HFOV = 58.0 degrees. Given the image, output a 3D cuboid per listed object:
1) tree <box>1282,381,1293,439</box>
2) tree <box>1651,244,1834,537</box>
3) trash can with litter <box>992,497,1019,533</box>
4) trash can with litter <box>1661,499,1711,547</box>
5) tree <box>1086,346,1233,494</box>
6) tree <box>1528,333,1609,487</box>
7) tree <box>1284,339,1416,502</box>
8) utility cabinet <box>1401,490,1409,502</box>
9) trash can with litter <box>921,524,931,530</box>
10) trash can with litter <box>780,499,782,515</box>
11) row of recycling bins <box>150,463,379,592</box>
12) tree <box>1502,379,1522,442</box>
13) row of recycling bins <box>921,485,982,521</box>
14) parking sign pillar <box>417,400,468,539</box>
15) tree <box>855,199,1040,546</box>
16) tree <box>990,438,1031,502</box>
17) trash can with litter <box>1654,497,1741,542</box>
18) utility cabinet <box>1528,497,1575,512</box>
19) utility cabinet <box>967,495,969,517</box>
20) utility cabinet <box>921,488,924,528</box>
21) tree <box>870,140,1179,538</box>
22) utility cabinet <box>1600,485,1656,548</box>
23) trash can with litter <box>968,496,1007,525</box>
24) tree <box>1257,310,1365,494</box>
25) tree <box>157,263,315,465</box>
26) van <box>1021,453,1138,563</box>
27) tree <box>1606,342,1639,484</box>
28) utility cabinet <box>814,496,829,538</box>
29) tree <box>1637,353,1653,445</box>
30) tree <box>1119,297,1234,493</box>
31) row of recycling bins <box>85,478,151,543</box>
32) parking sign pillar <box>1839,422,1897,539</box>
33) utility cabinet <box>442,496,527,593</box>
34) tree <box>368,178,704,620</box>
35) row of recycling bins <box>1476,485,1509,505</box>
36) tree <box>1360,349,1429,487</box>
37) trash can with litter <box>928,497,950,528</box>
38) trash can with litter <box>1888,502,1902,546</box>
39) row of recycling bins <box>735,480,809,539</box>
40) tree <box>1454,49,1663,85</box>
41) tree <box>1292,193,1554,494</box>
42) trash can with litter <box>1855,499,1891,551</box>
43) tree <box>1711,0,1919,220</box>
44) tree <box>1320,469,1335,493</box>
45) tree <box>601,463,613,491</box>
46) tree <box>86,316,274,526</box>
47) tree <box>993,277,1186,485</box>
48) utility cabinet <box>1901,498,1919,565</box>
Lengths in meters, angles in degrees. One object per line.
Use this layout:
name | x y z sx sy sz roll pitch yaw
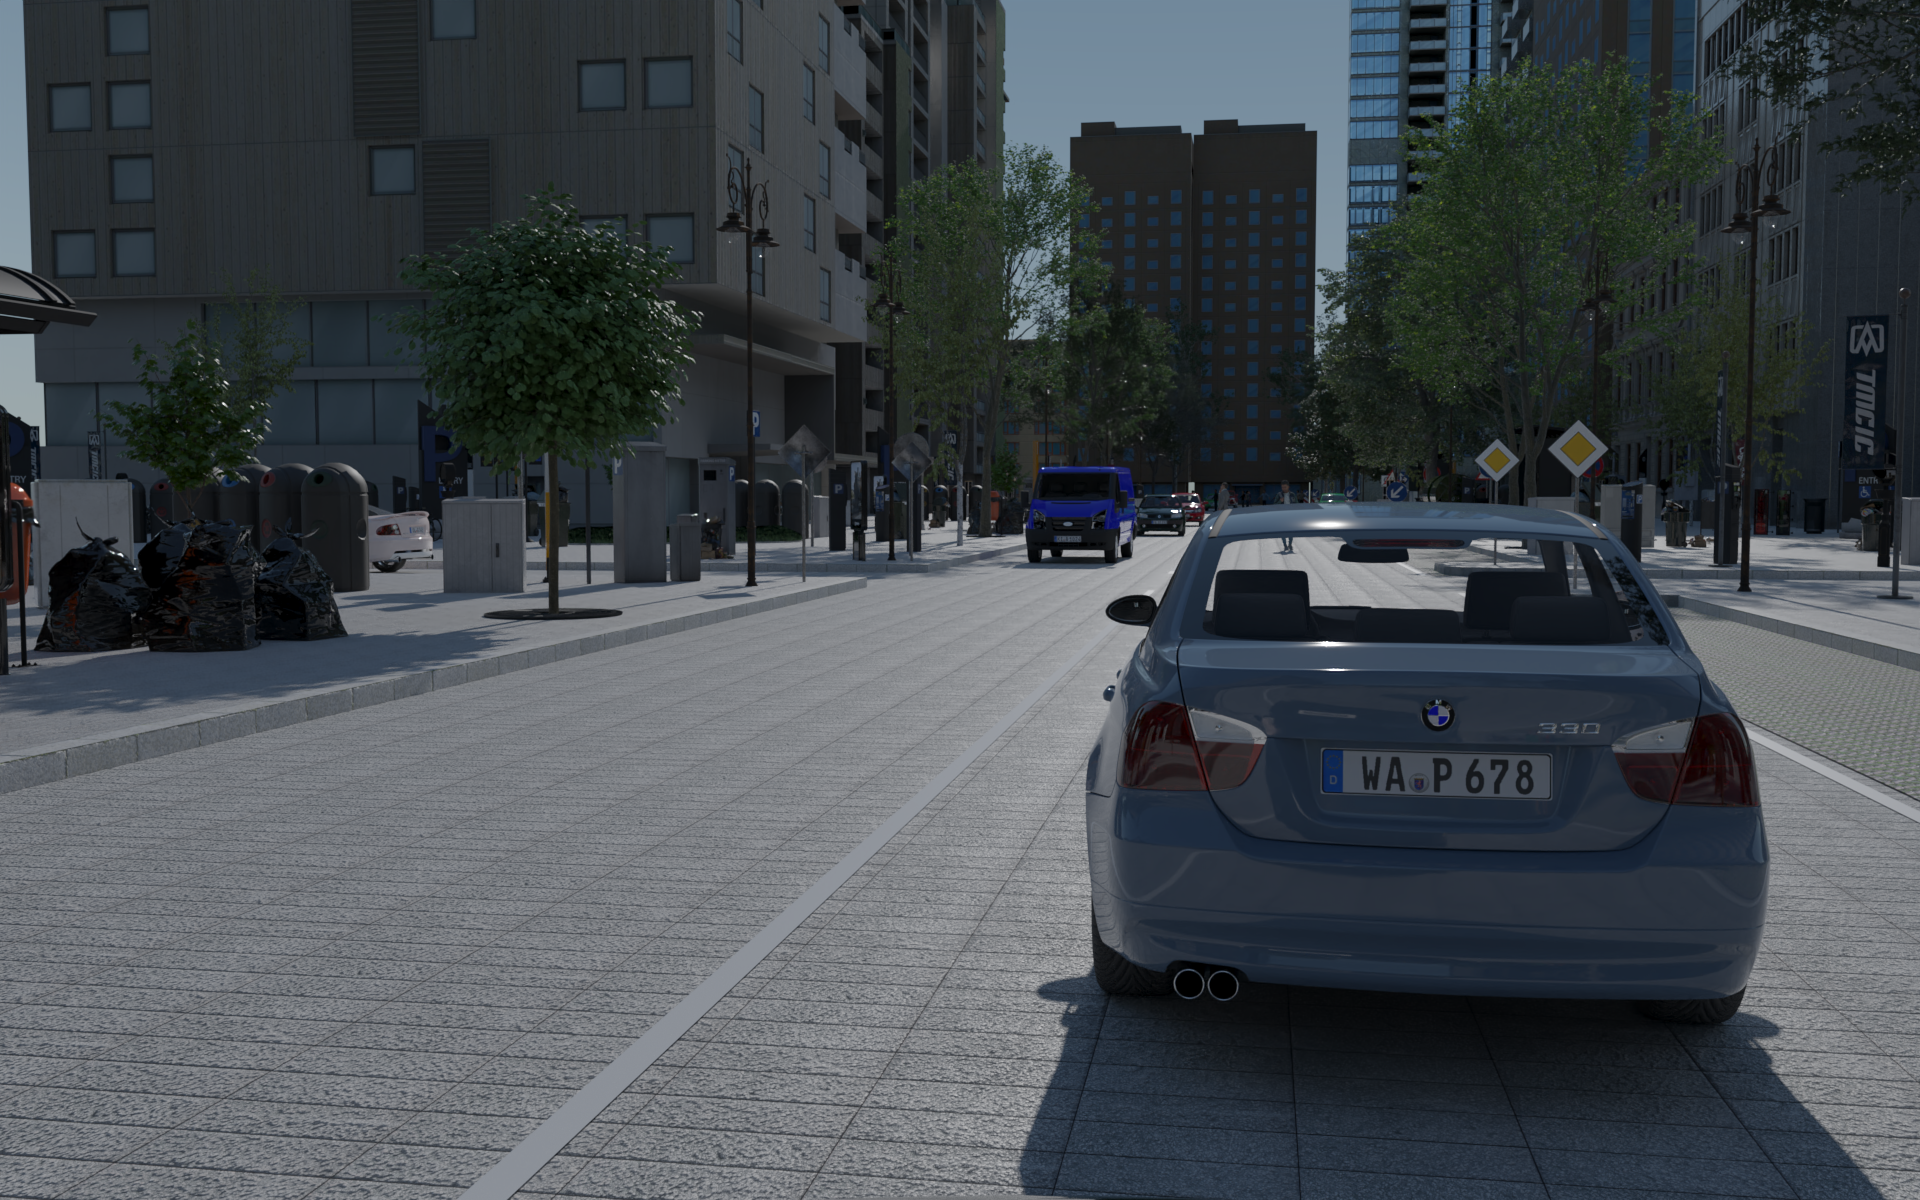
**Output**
tree | 31.732 -14.505 143.818 9.857 13.997 8.962 0 3 0
tree | 23.015 -6.141 50.769 4.737 8.622 4.395 0 3 0
trash can with litter | 1.500 -2.833 57.711 1.055 1.170 0.624 -2 4 -26
trash can with litter | 17.560 -1.866 41.890 1.055 1.170 0.624 0 4 5
tree | 15.449 -13.912 137.823 12.009 13.543 11.850 0 3 0
tree | 28.326 -7.842 78.582 4.737 8.622 4.395 0 3 0
tree | 28.576 -12.718 124.945 9.611 12.733 9.660 0 3 0
utility cabinet | 22.951 -4.950 89.618 0.318 1.500 1.173 2 4 30
trash can with litter | -1.495 -3.125 62.156 1.678 1.210 2.233 0 4 2
trash can with litter | -6.229 -2.746 56.283 0.624 1.170 1.055 3 5 41
row of recycling bins | -9.425 -1.012 23.666 3.534 1.692 1.069 2 4 31
tree | 32.352 -8.998 97.485 4.737 8.622 4.395 0 3 0
row of recycling bins | -0.550 -4.651 83.160 3.534 1.692 1.069 0 4 7
parking sign pillar | -14.818 -3.742 49.660 1.447 3.967 1.447 -2 4 -29
tree | -0.240 -5.651 42.756 4.737 8.622 4.395 0 3 0
tree | 1.676 -3.977 59.628 1.663 3.219 1.824 0 3 0
trash can with litter | 19.980 -2.196 46.956 2.233 1.210 1.678 3 4 39
utility cabinet | 12.519 -1.563 36.715 1.020 1.237 0.306 -1 4 -23
utility cabinet | 0.042 -5.125 94.955 0.306 1.237 1.020 3 4 39
utility cabinet | -1.803 -3.392 64.135 0.318 1.500 1.173 -3 4 -37
tree | 0.917 -7.661 51.009 9.928 11.665 9.643 0 3 0
utility cabinet | 15.690 -1.958 40.693 1.173 1.500 0.318 0 4 0
trash can with litter | 1.410 -3.662 70.934 2.233 1.210 1.678 2 4 30
tree | 37.029 -19.725 178.386 12.611 20.169 13.585 0 3 0
tree | -22.571 -6.372 54.537 4.737 8.622 4.395 0 3 0
van | 2.684 -2.040 37.744 2.240 2.365 5.245 1 4 11
tree | 28.881 -7.239 68.724 4.737 8.622 4.395 0 3 0
utility cabinet | -4.132 -2.465 51.459 0.306 1.237 1.020 1 4 15
tree | 26.417 -6.731 60.421 4.737 8.622 4.395 0 3 0
tree | 20.411 -19.187 169.593 12.611 20.169 13.585 0 3 0
row of recycling bins | -21.391 -2.351 45.549 3.534 1.692 1.069 -1 4 -17
parking sign pillar | 26.020 -3.736 49.562 1.447 3.967 1.447 -2 4 -34
utility cabinet | -6.204 -0.699 22.598 1.020 1.237 0.306 0 4 -4
tree | -4.374 -2.106 18.152 4.285 4.588 4.351 0 3 0
row of recycling bins | 22.519 -4.213 76.000 3.534 1.692 1.069 1 4 17
tree | 21.996 -8.349 86.872 4.737 8.622 4.395 0 3 0
trash can with litter | -0.816 -3.361 66.341 0.624 1.170 1.055 1 4 17
trash can with litter | 22.387 -1.799 40.795 1.055 1.170 0.624 -3 5 -43
row of recycling bins | -5.937 -2.631 50.126 3.534 1.692 1.069 2 4 26
tree | 13.436 -6.993 40.088 9.928 11.665 9.643 0 3 0
tree | 19.383 -10.067 71.258 9.857 13.997 8.962 0 3 0
trash can with litter | 20.464 -1.691 39.037 0.624 1.170 1.055 0 4 7
tree | 9.171 -4.765 12.326 7.601 10.594 8.767 1 4 20
tree | 35.608 -13.229 166.659 4.360 8.622 3.978 0 3 0
tree | -11.560 -3.960 59.348 1.663 3.219 1.824 0 3 0
tree | -8.306 -1.488 18.936 1.663 3.219 1.824 0 3 0
tree | 4.869 -8.325 70.532 8.767 10.594 7.601 2 4 25
utility cabinet | 17.604 -1.233 31.317 1.020 1.237 0.306 0 4 -1
